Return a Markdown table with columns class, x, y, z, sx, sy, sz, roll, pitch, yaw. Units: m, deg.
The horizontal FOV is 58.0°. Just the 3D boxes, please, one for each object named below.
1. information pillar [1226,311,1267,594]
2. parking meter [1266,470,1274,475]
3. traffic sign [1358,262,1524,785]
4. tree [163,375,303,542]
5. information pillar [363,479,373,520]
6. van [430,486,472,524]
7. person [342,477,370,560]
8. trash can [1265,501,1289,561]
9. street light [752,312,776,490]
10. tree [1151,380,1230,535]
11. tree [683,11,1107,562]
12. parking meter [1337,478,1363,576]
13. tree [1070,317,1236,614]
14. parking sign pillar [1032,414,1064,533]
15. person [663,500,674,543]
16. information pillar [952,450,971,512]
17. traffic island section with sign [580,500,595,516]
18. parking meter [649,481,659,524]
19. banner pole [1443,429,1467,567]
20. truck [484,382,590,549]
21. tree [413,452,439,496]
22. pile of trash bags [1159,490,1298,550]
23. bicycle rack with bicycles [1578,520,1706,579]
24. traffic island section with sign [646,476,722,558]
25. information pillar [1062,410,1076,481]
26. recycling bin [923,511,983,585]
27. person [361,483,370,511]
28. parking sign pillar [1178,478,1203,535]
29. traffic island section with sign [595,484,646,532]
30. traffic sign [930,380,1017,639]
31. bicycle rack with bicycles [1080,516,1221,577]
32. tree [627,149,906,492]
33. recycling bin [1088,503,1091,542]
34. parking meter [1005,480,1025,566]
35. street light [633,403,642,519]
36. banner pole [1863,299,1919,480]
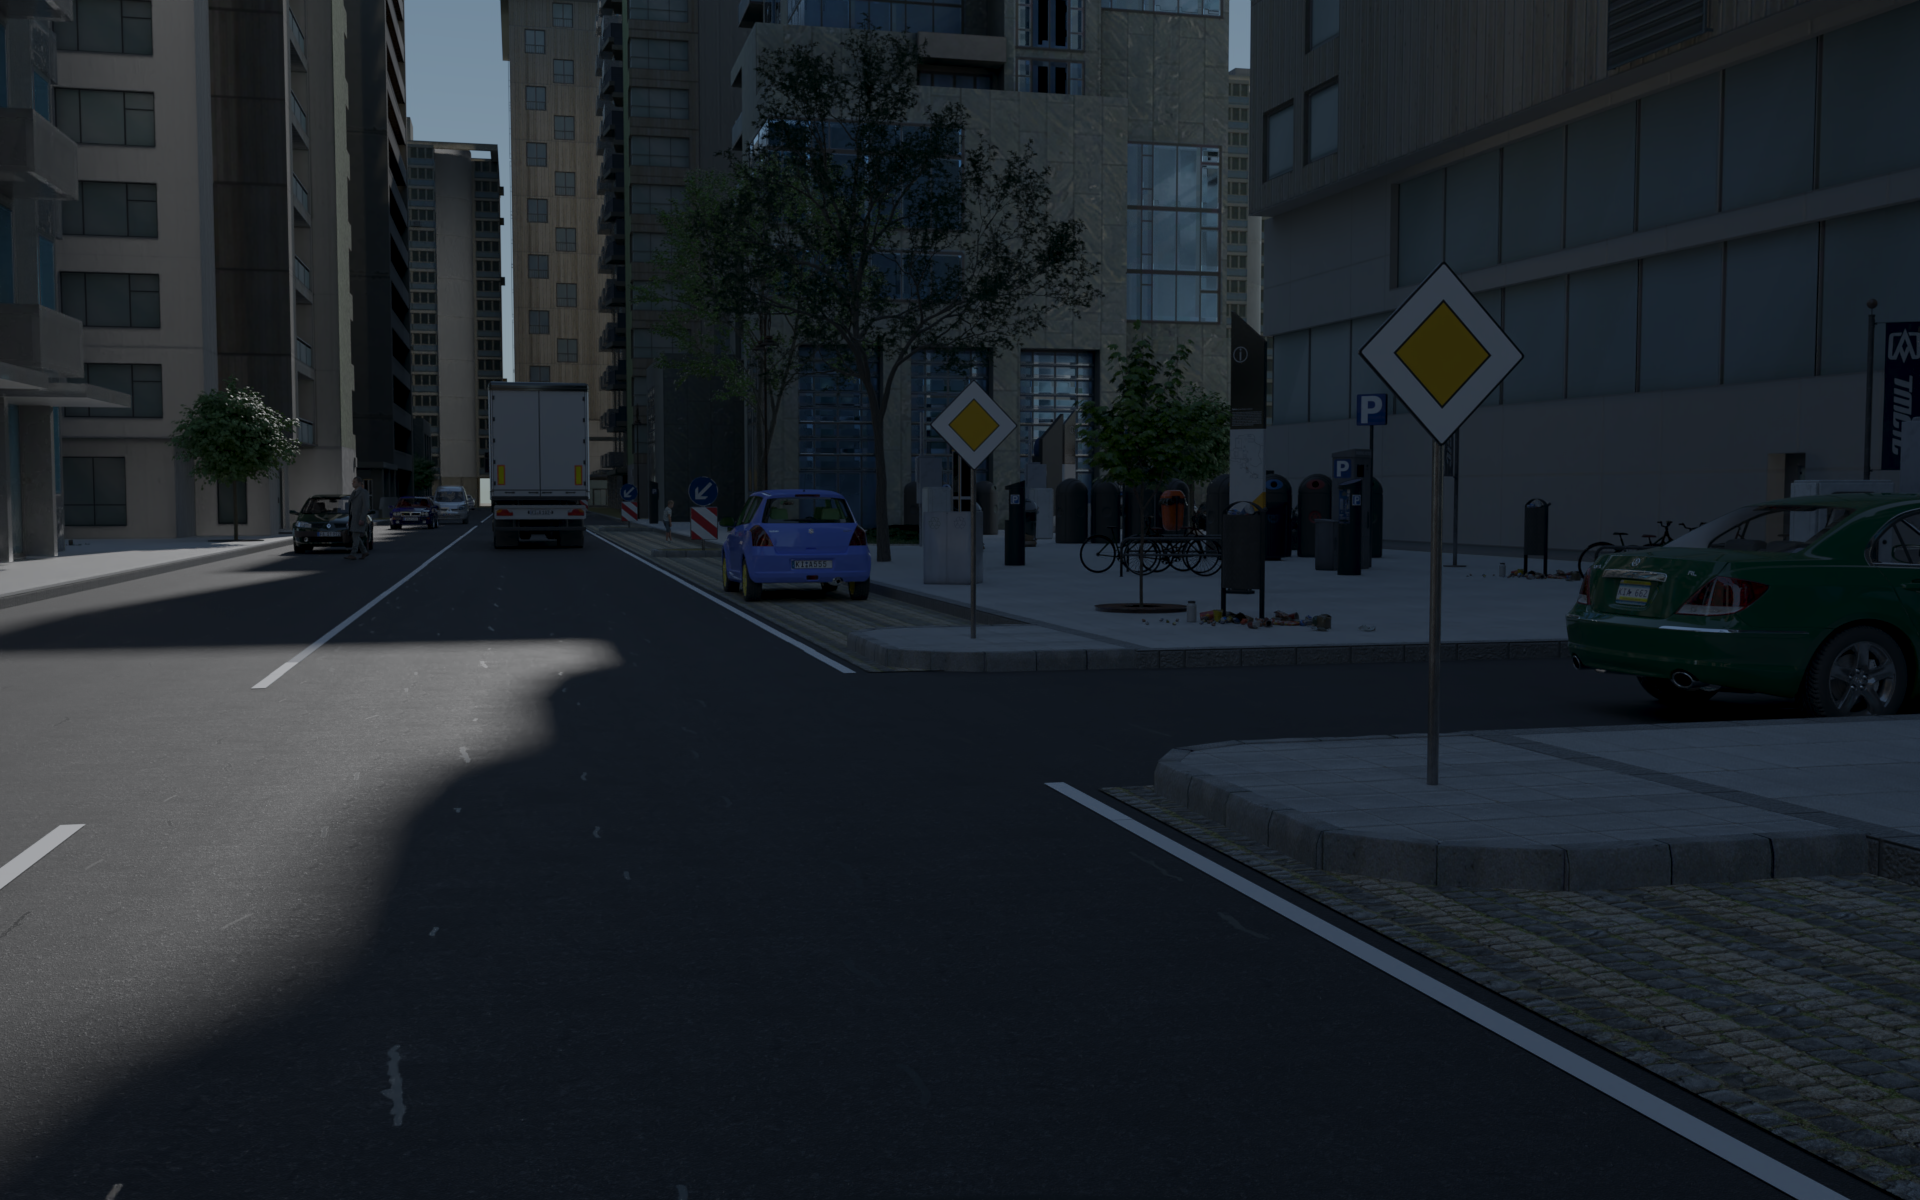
| class | x | y | z | sx | sy | sz | roll | pitch | yaw |
| --- | --- | --- | --- | --- | --- | --- | --- | --- | --- |
| information pillar | 3.667 | -1.883 | 22.139 | 0.504 | 3.616 | 0.183 | 3 | 4 | 36 |
| parking meter | 7.578 | -2.269 | 42.802 | 0.255 | 1.863 | 0.399 | -1 | 4 | -10 |
| traffic sign | 2.084 | -0.241 | 7.586 | 0.795 | 2.450 | 0.064 | -1 | 4 | -14 |
| tree | -19.781 | -3.871 | 47.005 | 4.285 | 4.588 | 4.351 | 0 | 3 | 0 |
| information pillar | -29.294 | -4.968 | 85.725 | 0.304 | 2.012 | 0.304 | 1 | 4 | 17 |
| van | -24.597 | -4.682 | 83.570 | 2.013 | 2.044 | 4.112 | -1 | 4 | -15 |
| person | -13.181 | -1.784 | 37.778 | 0.694 | 1.812 | 0.767 | 3 | 4 | 39 |
| trash can | 5.968 | -1.328 | 33.373 | 0.748 | 1.137 | 0.748 | 0 | 3 | 0 |
| street light | -4.696 | -4.226 | 41.877 | 0.468 | 5.910 | 1.993 | -1 | 4 | -14 |
| tree | 6.776 | -4.061 | 50.104 | 4.285 | 4.588 | 4.351 | 0 | 3 | 0 |
| tree | -1.398 | -6.026 | 32.942 | 8.767 | 10.594 | 7.601 | 0 | 4 | 4 |
| parking meter | 6.166 | -1.161 | 27.392 | 0.372 | 1.533 | 0.369 | 0 | 3 | 0 |
| tree | 1.945 | -1.500 | 19.126 | 1.663 | 3.219 | 1.824 | 0 | 3 | 0 |
| parking sign pillar | 2.927 | -4.232 | 57.661 | 1.447 | 3.967 | 1.447 | 3 | 4 | 36 |
| person | -8.563 | -2.308 | 50.913 | 0.352 | 1.250 | 0.332 | 1 | 4 | 11 |
| information pillar | 0.065 | -1.476 | 28.625 | 0.304 | 2.012 | 0.304 | -2 | 4 | -23 |
| traffic island section with sign | -24.954 | -6.447 | 114.034 | 1.989 | 1.847 | 2.006 | -1 | 4 | -14 |
| parking meter | -13.225 | -4.229 | 74.859 | 0.399 | 1.863 | 0.255 | -2 | 4 | -24 |
| banner pole | 8.590 | -2.459 | 30.225 | 0.401 | 3.779 | 0.863 | 2 | 4 | 35 |
| truck | -11.989 | -3.668 | 48.882 | 2.839 | 4.237 | 11.283 | -1 | 4 | -15 |
| tree | -42.463 | -9.297 | 135.724 | 4.285 | 4.588 | 4.351 | 0 | 3 | 0 |
| pile of trash bags | 6.252 | -1.847 | 39.943 | 3.447 | 1.369 | 1.912 | -1 | 4 | -12 |
| bicycle rack with bicycles | 9.511 | -0.576 | 22.797 | 2.852 | 0.926 | 2.925 | -3 | 5 | -45 |
| traffic island section with sign | -6.078 | -1.907 | 39.808 | 1.989 | 1.847 | 2.006 | -1 | 4 | -14 |
| information pillar | 3.038 | -3.475 | 48.171 | 0.183 | 3.616 | 0.504 | 3 | 5 | 44 |
| recycling bin | -0.094 | -0.751 | 24.841 | 0.722 | 1.027 | 0.722 | 1 | 4 | 14 |
| person | -19.810 | -2.991 | 57.396 | 0.794 | 1.824 | 0.713 | -1 | 4 | -13 |
| parking sign pillar | 6.776 | -3.970 | 53.375 | 1.447 | 3.967 | 1.447 | -1 | 4 | -16 |
| traffic island section with sign | -12.858 | -3.539 | 66.489 | 1.989 | 1.847 | 2.006 | -1 | 4 | -14 |
| traffic sign | 0.116 | -0.715 | 15.325 | 0.795 | 2.450 | 0.064 | -1 | 4 | -14 |
| bicycle rack with bicycles | 3.363 | -0.875 | 27.695 | 2.925 | 0.926 | 2.852 | 1 | 4 | 10 |
| tree | -5.738 | -7.673 | 51.212 | 9.928 | 11.665 | 9.643 | 0 | 3 | 0 |
| recycling bin | 3.506 | -2.091 | 46.738 | 0.722 | 1.027 | 0.722 | 2 | 4 | 34 |
| parking meter | 0.985 | -1.386 | 31.074 | 0.372 | 1.533 | 0.369 | 0 | 3 | 0 |
| street light | -16.414 | -7.063 | 88.270 | 0.468 | 5.910 | 1.993 | -1 | 4 | -14 |
| banner pole | 11.908 | -1.970 | 22.228 | 0.863 | 3.779 | 0.401 | 1 | 4 | 20 |
